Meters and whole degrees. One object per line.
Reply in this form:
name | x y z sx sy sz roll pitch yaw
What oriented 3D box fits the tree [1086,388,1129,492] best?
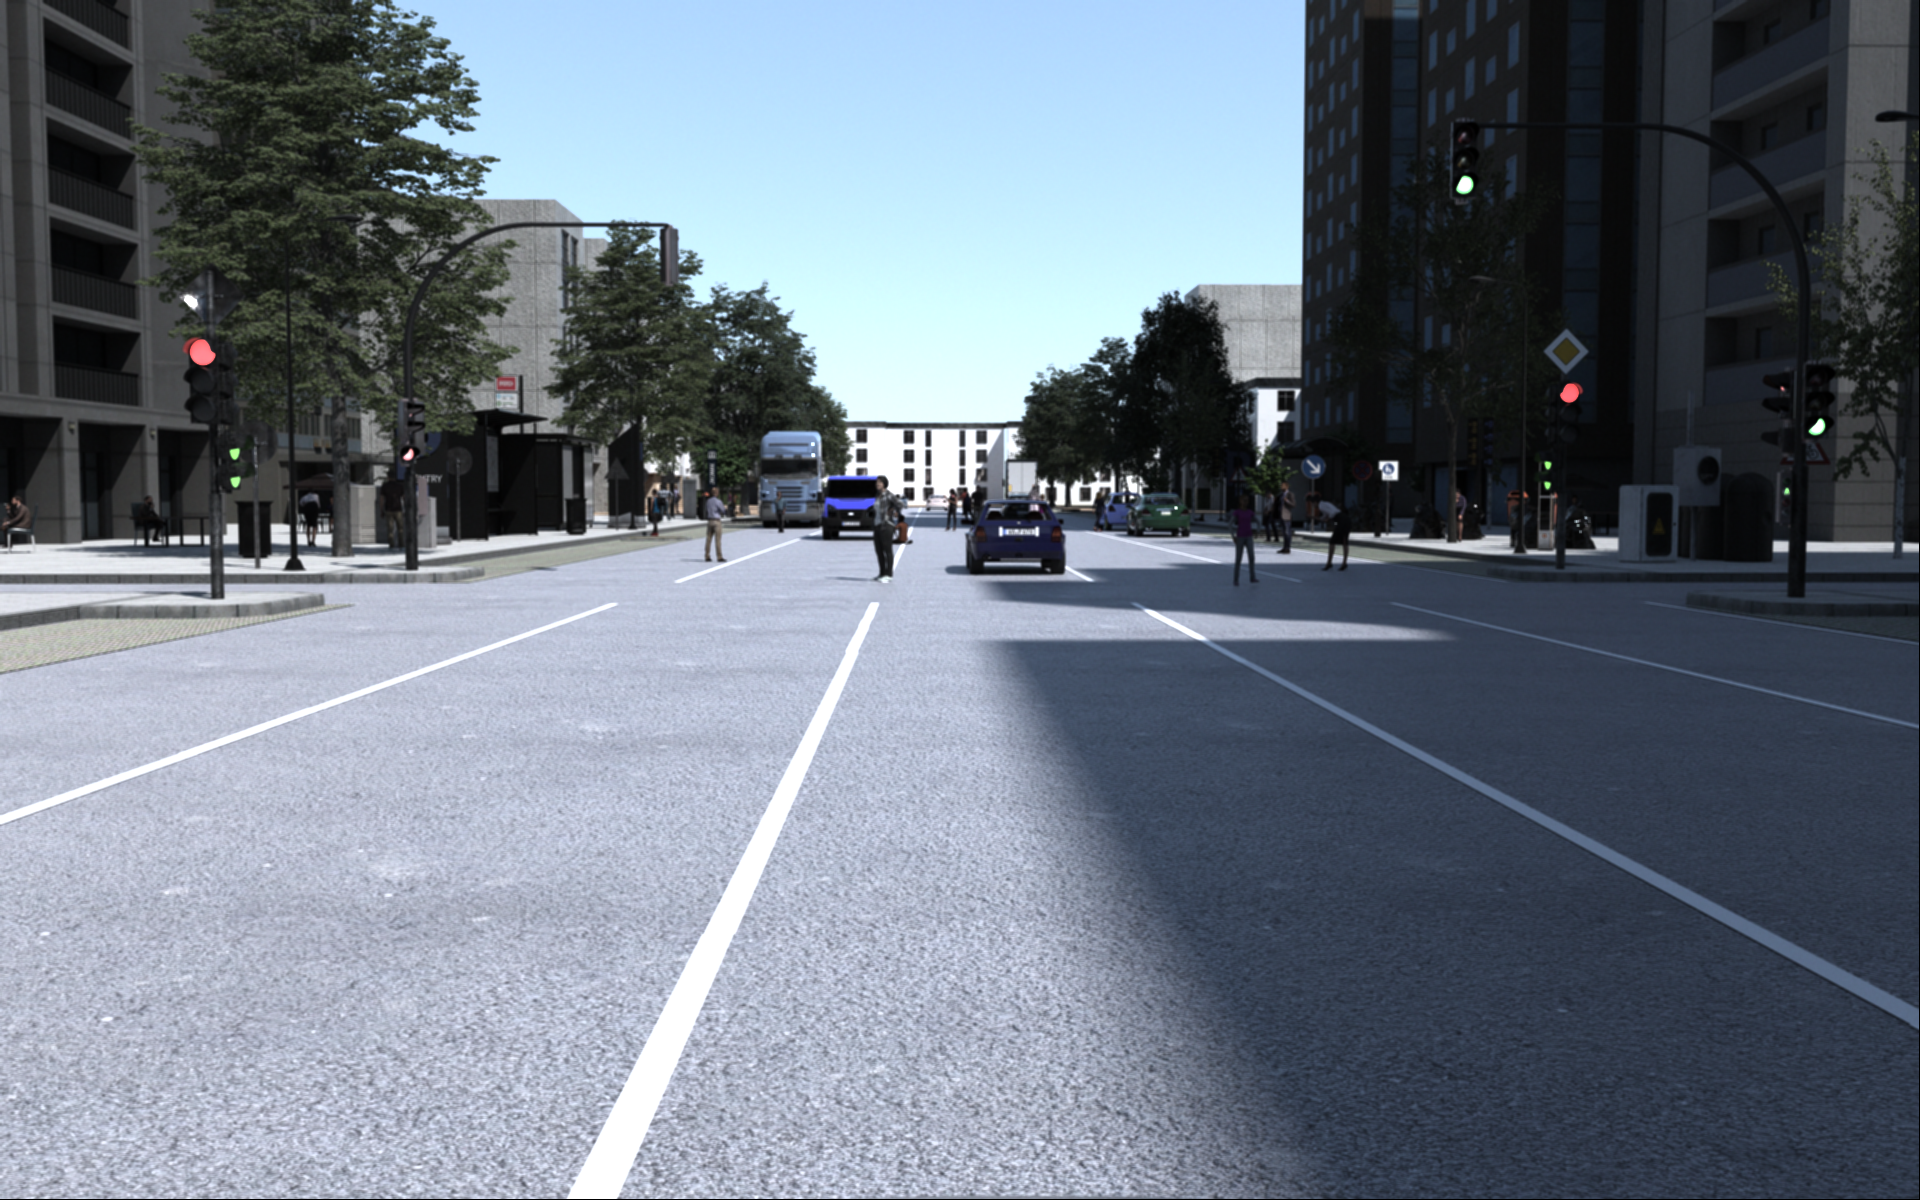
tree | 10.787 -10.228 117.591 4.360 8.622 3.978 0 3 0

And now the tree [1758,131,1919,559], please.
tree | 18.510 -5.138 34.377 4.737 8.622 4.395 0 3 0

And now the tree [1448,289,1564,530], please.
tree | 19.211 -6.817 61.824 4.737 8.622 4.395 0 3 0

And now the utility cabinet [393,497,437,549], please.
utility cabinet | -12.924 -1.827 41.026 1.020 1.237 0.306 1 4 14

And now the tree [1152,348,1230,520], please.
tree | 11.715 -8.347 86.843 4.737 8.622 4.395 0 3 0

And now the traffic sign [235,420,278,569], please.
traffic sign | -12.084 -1.812 29.727 0.768 2.556 0.104 0 4 2

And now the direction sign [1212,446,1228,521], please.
direction sign | 12.436 -5.531 82.424 0.876 3.537 0.379 0 4 -2

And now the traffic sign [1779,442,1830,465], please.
traffic sign | 15.244 -1.915 31.307 0.884 2.594 0.081 0 4 4

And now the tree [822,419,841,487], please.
tree | -13.611 -13.025 163.313 4.737 8.622 4.395 0 3 0

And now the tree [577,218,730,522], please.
tree | -13.490 -9.428 72.269 7.486 12.596 7.792 0 3 0

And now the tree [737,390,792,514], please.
tree | -13.010 -9.991 113.722 4.360 8.622 3.978 0 3 0

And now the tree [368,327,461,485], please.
tree | -23.017 -7.467 72.441 4.360 8.622 3.978 0 3 0

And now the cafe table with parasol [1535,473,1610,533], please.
cafe table with parasol | 20.098 -3.180 56.859 2.610 1.966 2.610 0 4 0

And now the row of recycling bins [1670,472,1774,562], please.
row of recycling bins | 14.958 -1.660 34.250 1.069 1.692 3.534 0 4 0

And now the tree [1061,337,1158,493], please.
tree | 11.147 -12.672 125.310 7.486 12.596 7.792 0 3 0

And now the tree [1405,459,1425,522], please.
tree | 21.665 -5.294 81.155 1.663 3.219 1.824 0 3 0

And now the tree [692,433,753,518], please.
tree | -12.643 -6.650 92.447 4.285 4.588 4.351 0 3 0

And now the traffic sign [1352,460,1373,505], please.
traffic sign | 15.055 -3.961 64.876 0.768 2.556 0.104 0 4 6

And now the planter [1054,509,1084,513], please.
planter | 8.361 -6.741 131.347 1.991 0.319 1.994 0 4 -1

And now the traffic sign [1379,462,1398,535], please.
traffic sign | 13.291 -3.161 53.812 0.606 2.300 0.079 0 4 1

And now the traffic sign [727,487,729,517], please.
traffic sign | -12.711 -5.798 94.899 0.768 2.556 0.104 0 4 3

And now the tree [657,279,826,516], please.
tree | -12.839 -11.947 101.992 9.857 13.997 8.962 0 3 0

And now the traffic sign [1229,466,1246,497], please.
traffic sign | 12.102 -4.596 75.141 0.884 2.594 0.081 0 4 1

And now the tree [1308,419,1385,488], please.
tree | 16.715 -5.630 75.765 4.285 4.588 4.351 0 3 0

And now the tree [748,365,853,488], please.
tree | -14.355 -14.052 146.750 9.611 12.733 9.660 0 3 0

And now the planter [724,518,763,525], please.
planter | -9.893 -3.647 80.776 1.991 0.319 1.994 0 4 -1

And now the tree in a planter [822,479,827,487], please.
tree in a planter | -10.829 -8.175 130.890 1.991 3.239 1.994 0 4 -1

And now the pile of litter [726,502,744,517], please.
pile of litter | -12.742 -5.156 98.263 1.176 0.858 1.719 1 4 17

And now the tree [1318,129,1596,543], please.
tree | 12.672 -6.781 45.281 7.601 10.594 8.767 -2 4 -26

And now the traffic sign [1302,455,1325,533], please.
traffic sign | 11.507 -3.448 56.478 0.768 2.556 0.104 0 4 -1

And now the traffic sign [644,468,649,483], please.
traffic sign | -15.266 -5.059 82.825 0.768 2.556 0.104 0 4 1

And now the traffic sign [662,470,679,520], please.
traffic sign | -14.368 -5.250 85.840 0.884 2.594 0.081 0 4 6

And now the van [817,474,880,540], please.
van | -3.346 -3.143 55.769 2.240 2.365 5.245 0 3 0

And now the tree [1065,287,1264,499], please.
tree | 12.224 -10.965 96.283 9.611 12.733 9.660 0 3 0

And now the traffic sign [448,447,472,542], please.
traffic sign | -13.518 -2.846 46.634 0.768 2.556 0.104 0 4 4

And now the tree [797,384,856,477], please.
tree | -14.358 -15.983 179.441 7.486 12.596 7.792 0 3 0

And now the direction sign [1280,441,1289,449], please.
direction sign | 14.035 -5.064 74.787 0.379 3.537 0.876 -1 4 -17

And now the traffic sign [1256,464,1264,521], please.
traffic sign | 12.555 -4.379 71.700 0.768 2.556 0.104 0 4 5

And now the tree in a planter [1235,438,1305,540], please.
tree in a planter | 9.791 -3.535 55.026 1.991 3.239 1.994 0 4 -1

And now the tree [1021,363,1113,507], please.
tree | 10.609 -15.989 168.082 9.857 13.997 8.962 0 3 0

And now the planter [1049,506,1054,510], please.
planter | 7.848 -8.408 158.603 1.991 0.319 1.994 0 4 -1

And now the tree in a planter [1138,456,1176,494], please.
tree in a planter | 9.280 -5.183 81.965 1.991 3.239 1.994 0 4 -1

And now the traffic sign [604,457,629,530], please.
traffic sign | -12.128 -3.743 61.206 0.884 2.594 0.081 0 4 1

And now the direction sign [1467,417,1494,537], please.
direction sign | 15.396 -3.626 51.284 0.379 3.537 0.876 -3 5 -40

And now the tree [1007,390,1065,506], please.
tree | 9.618 -16.126 180.670 9.611 12.733 9.660 0 3 0

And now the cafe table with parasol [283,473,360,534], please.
cafe table with parasol | -20.585 -3.139 56.187 2.610 1.966 2.610 -2 4 -26

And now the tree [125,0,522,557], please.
tree | -13.071 -7.154 35.089 7.486 12.596 7.792 0 3 0

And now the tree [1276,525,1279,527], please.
tree | 12.834 -4.472 67.712 1.663 3.219 1.824 0 3 0
